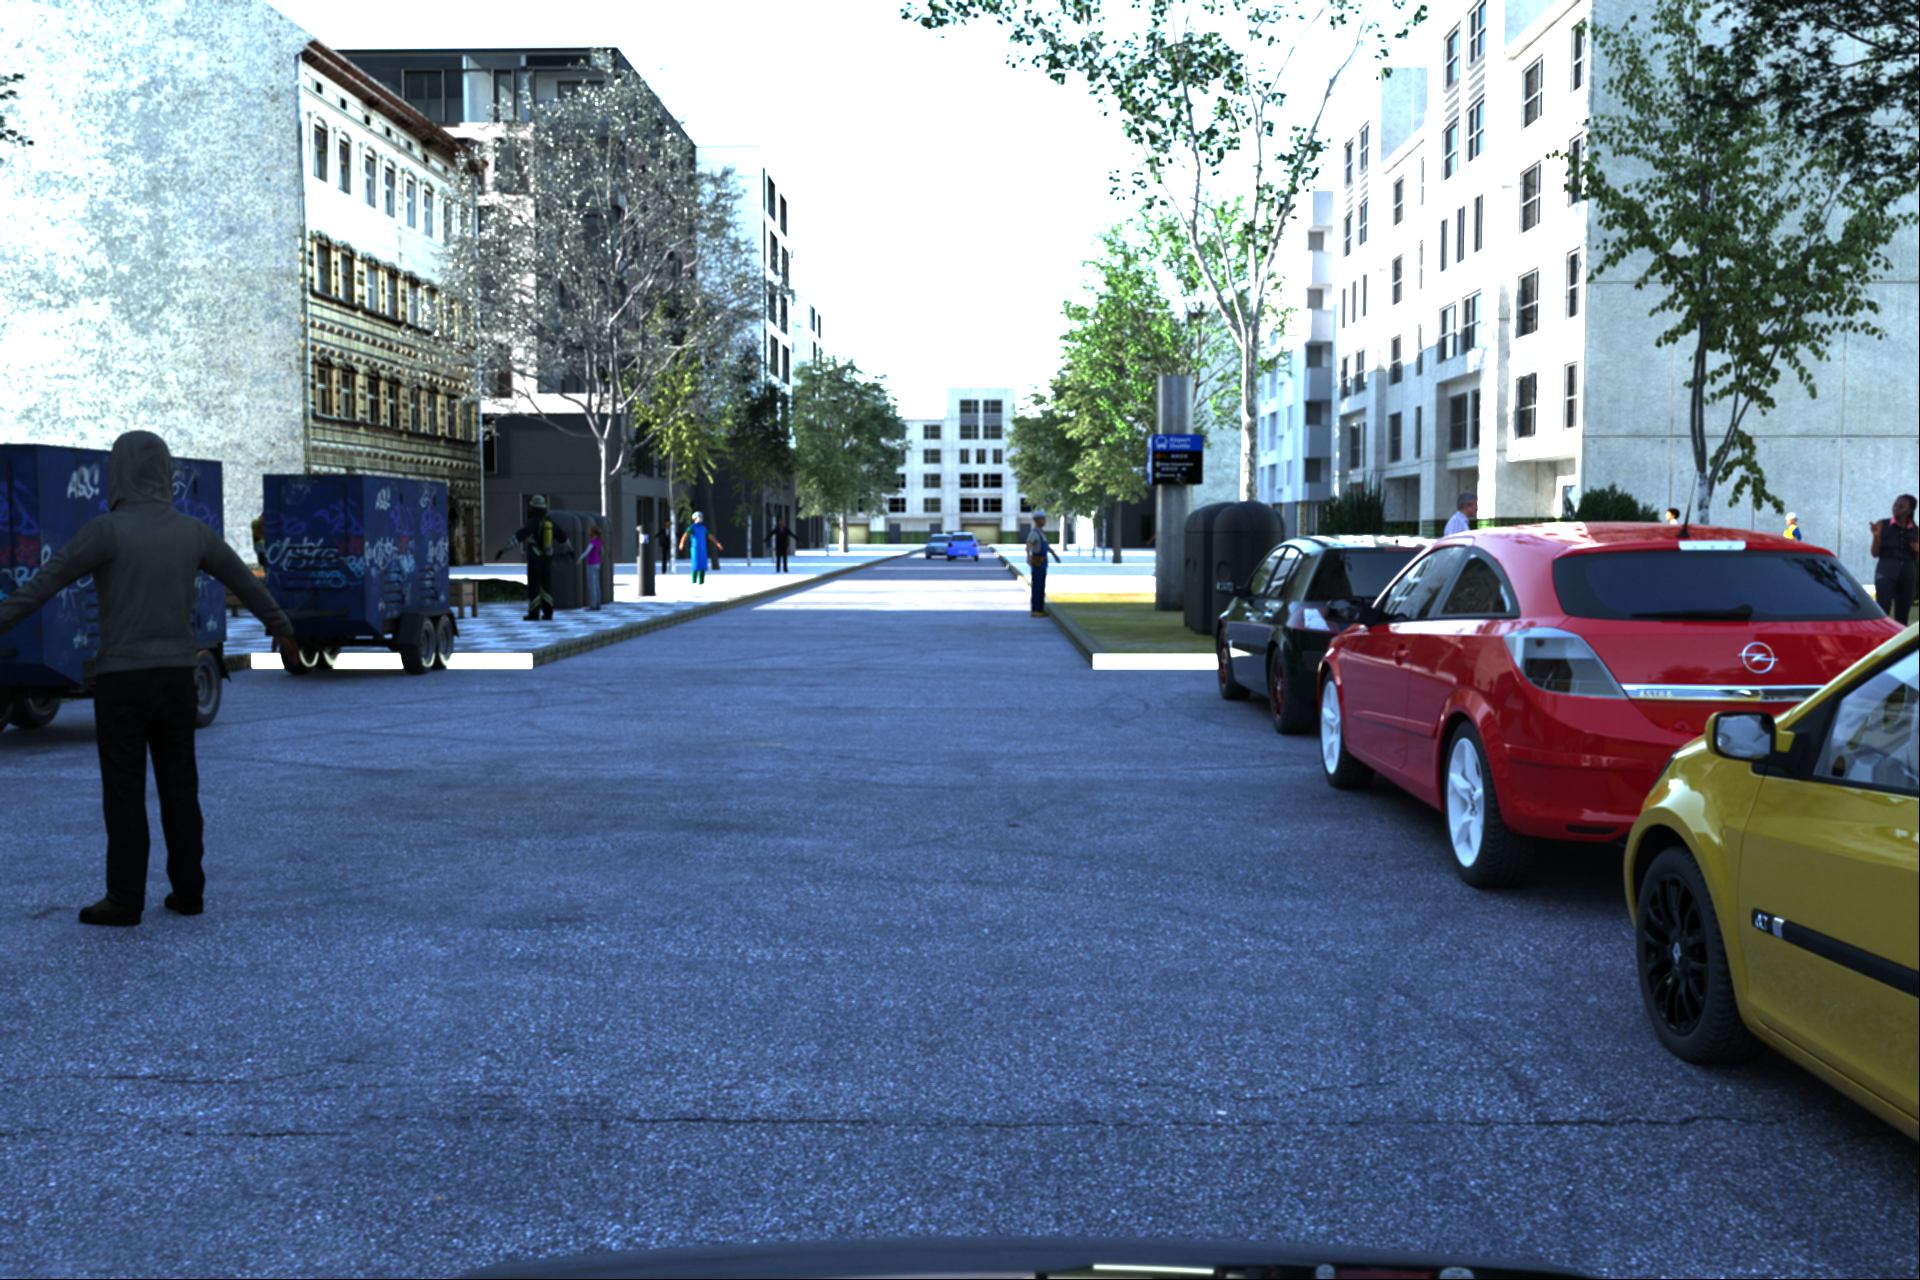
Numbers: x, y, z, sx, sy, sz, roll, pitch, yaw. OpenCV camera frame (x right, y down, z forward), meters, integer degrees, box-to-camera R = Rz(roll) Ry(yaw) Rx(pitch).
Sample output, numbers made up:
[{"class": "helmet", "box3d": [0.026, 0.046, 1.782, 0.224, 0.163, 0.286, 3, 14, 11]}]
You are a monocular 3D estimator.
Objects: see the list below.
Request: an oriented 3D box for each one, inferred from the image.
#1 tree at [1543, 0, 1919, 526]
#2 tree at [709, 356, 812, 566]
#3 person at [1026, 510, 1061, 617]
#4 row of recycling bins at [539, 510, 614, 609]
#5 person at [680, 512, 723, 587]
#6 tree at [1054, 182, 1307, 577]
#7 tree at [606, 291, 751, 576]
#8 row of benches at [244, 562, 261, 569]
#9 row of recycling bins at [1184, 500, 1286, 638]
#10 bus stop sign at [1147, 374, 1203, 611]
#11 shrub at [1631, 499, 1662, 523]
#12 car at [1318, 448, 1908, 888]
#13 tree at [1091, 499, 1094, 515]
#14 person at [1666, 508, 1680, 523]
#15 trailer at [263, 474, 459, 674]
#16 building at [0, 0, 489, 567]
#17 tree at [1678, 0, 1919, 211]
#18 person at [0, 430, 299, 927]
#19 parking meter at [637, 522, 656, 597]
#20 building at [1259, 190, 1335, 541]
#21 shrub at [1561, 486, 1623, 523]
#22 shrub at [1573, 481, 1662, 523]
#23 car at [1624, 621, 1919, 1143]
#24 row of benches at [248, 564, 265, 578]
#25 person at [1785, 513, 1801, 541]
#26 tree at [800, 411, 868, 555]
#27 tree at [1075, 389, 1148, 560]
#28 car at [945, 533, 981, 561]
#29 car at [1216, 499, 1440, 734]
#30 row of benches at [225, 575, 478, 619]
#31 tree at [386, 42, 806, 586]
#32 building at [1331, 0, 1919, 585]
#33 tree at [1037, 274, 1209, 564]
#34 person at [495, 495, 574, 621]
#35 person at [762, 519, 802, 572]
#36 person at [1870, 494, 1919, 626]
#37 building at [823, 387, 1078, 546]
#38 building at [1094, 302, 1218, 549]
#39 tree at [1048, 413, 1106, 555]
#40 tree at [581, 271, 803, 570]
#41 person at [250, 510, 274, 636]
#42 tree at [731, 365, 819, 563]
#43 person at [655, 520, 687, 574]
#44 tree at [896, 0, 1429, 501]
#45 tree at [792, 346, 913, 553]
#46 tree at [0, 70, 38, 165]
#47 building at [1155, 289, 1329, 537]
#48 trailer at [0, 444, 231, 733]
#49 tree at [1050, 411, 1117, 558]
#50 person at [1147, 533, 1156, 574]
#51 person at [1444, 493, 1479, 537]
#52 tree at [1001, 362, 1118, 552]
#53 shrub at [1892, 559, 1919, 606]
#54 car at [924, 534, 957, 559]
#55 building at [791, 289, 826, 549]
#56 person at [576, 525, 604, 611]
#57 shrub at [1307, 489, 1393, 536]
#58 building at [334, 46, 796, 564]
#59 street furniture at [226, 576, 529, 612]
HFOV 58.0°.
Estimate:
[{"class": "tree", "box3d": [9.315, -4.316, 20.929, 4.737, 8.622, 4.395, 0, 3, 0]}, {"class": "tree", "box3d": [-8.370, -7.314, 69.945, 4.737, 8.622, 4.395, 0, 3, 0]}, {"class": "person", "box3d": [1.395, -1.327, 30.002, 0.705, 1.847, 1.347, 2, 4, 25]}, {"class": "row of recycling bins", "box3d": [-6.890, -1.470, 31.143, 1.069, 1.692, 3.534, 0, 3, 0]}, {"class": "person", "box3d": [-6.334, -2.201, 42.106, 0.704, 1.817, 1.347, 3, 5, 39]}, {"class": "tree", "box3d": [6.457, -7.674, 51.225, 9.928, 11.665, 9.643, 0, 3, 0]}, {"class": "tree", "box3d": [-8.643, -6.304, 53.429, 4.737, 8.622, 4.395, 0, 3, 0]}, {"class": "row of benches", "box3d": [-14.119, -1.393, 38.232, 4.104, 0.672, 1.422, 0, 4, 8]}, {"class": "row of recycling bins", "box3d": [3.510, -0.950, 22.650, 1.069, 1.692, 3.534, 0, 3, 0]}, {"class": "bus stop sign", "box3d": [3.581, -2.440, 28.917, 0.837, 3.901, 0.837, 0, 4, 1]}, {"class": "shrub", "box3d": [12.368, -1.689, 32.033, 1.690, 2.028, 1.600, 0, 3, 0]}, {"class": "car", "box3d": [2.957, 0.034, 8.484, 2.155, 1.783, 4.494, 0, 4, 1]}, {"class": "tree", "box3d": [18.156, -15.852, 209.538, 4.360, 8.622, 3.978, 0, 3, 0]}, {"class": "person", "box3d": [14.478, -1.779, 35.279, 0.705, 1.806, 1.347, 1, 4, 16]}, {"class": "trailer", "box3d": [-6.157, -0.626, 17.280, 1.471, 1.999, 3.904, 0, 4, 0]}, {"class": "building", "box3d": [-29.113, -14.131, 61.975, 19.493, 23.208, 18.063, 0, 4, 1]}, {"class": "tree", "box3d": [8.740, -4.728, 11.716, 7.601, 10.594, 8.767, -3, 5, -43]}, {"class": "person", "box3d": [-3.044, 0.131, 6.448, 0.705, 1.813, 1.348, 3, 4, 38]}, {"class": "parking meter", "box3d": [-6.465, -1.667, 35.672, 0.372, 1.533, 0.369, 0, 3, 0]}, {"class": "building", "box3d": [22.022, -14.684, 96.498, 16.016, 20.090, 11.380, 0, 4, 1]}, {"class": "shrub", "box3d": [10.385, -1.488, 28.378, 1.661, 2.075, 1.752, 0, 3, 0]}, {"class": "shrub", "box3d": [9.696, -1.342, 25.986, 1.661, 2.075, 1.752, 0, 3, 0]}, {"class": "car", "box3d": [2.770, 0.409, 3.534, 2.015, 1.641, 3.980, 0, 4, 1]}, {"class": "row of benches", "box3d": [-15.612, -1.273, 36.270, 4.104, 0.672, 1.422, 1, 4, 18]}, {"class": "person", "box3d": [19.554, -2.108, 40.934, 0.721, 1.772, 1.216, 0, 4, 4]}, {"class": "tree", "box3d": [-7.713, -9.393, 103.936, 4.737, 8.622, 4.395, 0, 3, 0]}, {"class": "tree", "box3d": [6.842, -8.210, 84.597, 4.360, 8.622, 3.978, 0, 3, 0]}, {"class": "car", "box3d": [0.157, -5.073, 92.528, 1.945, 1.707, 3.694, 0, 4, 0]}, {"class": "car", "box3d": [3.120, -0.245, 13.799, 2.009, 1.686, 4.222, 0, 4, 0]}, {"class": "row of benches", "box3d": [-9.536, -0.685, 26.660, 4.104, 0.672, 1.422, 0, 4, 5]}, {"class": "tree", "box3d": [-8.743, -8.108, 42.930, 12.009, 13.543, 11.850, 0, 3, 0]}, {"class": "building", "box3d": [24.116, -11.743, 58.454, 16.747, 18.905, 31.486, 0, 4, 1]}, {"class": "tree", "box3d": [7.044, -9.534, 74.010, 7.486, 12.596, 7.792, 0, 3, 0]}, {"class": "person", "box3d": [-6.274, -1.222, 25.767, 0.705, 1.856, 1.354, 3, 5, 42]}, {"class": "person", "box3d": [-5.974, -3.172, 58.091, 1.346, 1.802, 0.704, -1, 4, -14]}, {"class": "person", "box3d": [8.520, -0.506, 15.779, 0.593, 1.643, 0.415, -3, 4, -38]}, {"class": "building", "box3d": [-1.836, -21.148, 214.687, 31.486, 18.905, 16.747, 0, 4, -1]}, {"class": "building", "box3d": [26.827, -19.882, 169.038, 27.936, 21.610, 32.646, 0, 4, 0]}, {"class": "tree", "box3d": [7.240, -9.422, 104.405, 4.737, 8.622, 4.395, 0, 3, 0]}, {"class": "tree", "box3d": [-9.013, -7.784, 61.673, 7.601, 10.594, 8.767, 2, 4, 26]}, {"class": "person", "box3d": [-8.610, -0.985, 21.870, 0.705, 1.858, 1.354, 0, 4, 1]}, {"class": "tree", "box3d": [-8.193, -7.664, 75.662, 4.360, 8.622, 3.978, 0, 3, 0]}, {"class": "person", "box3d": [-9.398, -2.995, 55.685, 1.216, 1.740, 0.721, 0, 4, -5]}, {"class": "tree", "box3d": [5.397, -11.255, 39.914, 12.611, 20.169, 13.585, 0, 3, 0]}, {"class": "tree", "box3d": [-7.834, -12.789, 115.752, 9.857, 13.997, 8.962, 0, 3, 0]}, {"class": "tree", "box3d": [-12.376, -4.882, 14.240, 8.767, 10.594, 7.601, -3, 4, -37]}, {"class": "building", "box3d": [26.379, -19.051, 142.409, 19.493, 23.208, 18.063, 0, 4, 1]}, {"class": "trailer", "box3d": [-6.294, -0.286, 11.727, 1.471, 1.999, 3.904, 0, 4, 1]}, {"class": "tree", "box3d": [7.426, -8.780, 93.921, 4.360, 8.622, 3.978, 0, 3, 0]}, {"class": "person", "box3d": [6.428, -3.008, 55.328, 0.704, 1.843, 1.345, -2, 4, -28]}, {"class": "person", "box3d": [5.228, -0.670, 17.935, 0.436, 1.711, 0.756, 2, 4, 28]}, {"class": "tree", "box3d": [7.434, -13.328, 124.575, 9.857, 13.997, 8.962, 0, 3, 0]}, {"class": "shrub", "box3d": [17.059, -1.221, 31.073, 1.383, 1.207, 1.383, 0, 3, 0]}, {"class": "car", "box3d": [-1.078, -5.400, 100.289, 2.014, 1.417, 4.499, 0, 4, 1]}, {"class": "building", "box3d": [-26.593, -18.285, 142.931, 27.936, 21.610, 32.646, 0, 4, 1]}, {"class": "person", "box3d": [-6.150, -1.196, 28.816, 0.599, 1.433, 0.991, 1, 4, 10]}, {"class": "shrub", "box3d": [6.300, -1.467, 28.407, 1.690, 2.028, 1.600, 0, 3, 0]}, {"class": "building", "box3d": [-24.420, -15.022, 89.584, 27.936, 21.610, 32.646, 0, 4, 2]}, {"class": "street furniture", "box3d": [-13.015, -0.954, 31.225, 10.072, 0.657, 5.734, 0, 4, -2]}]
